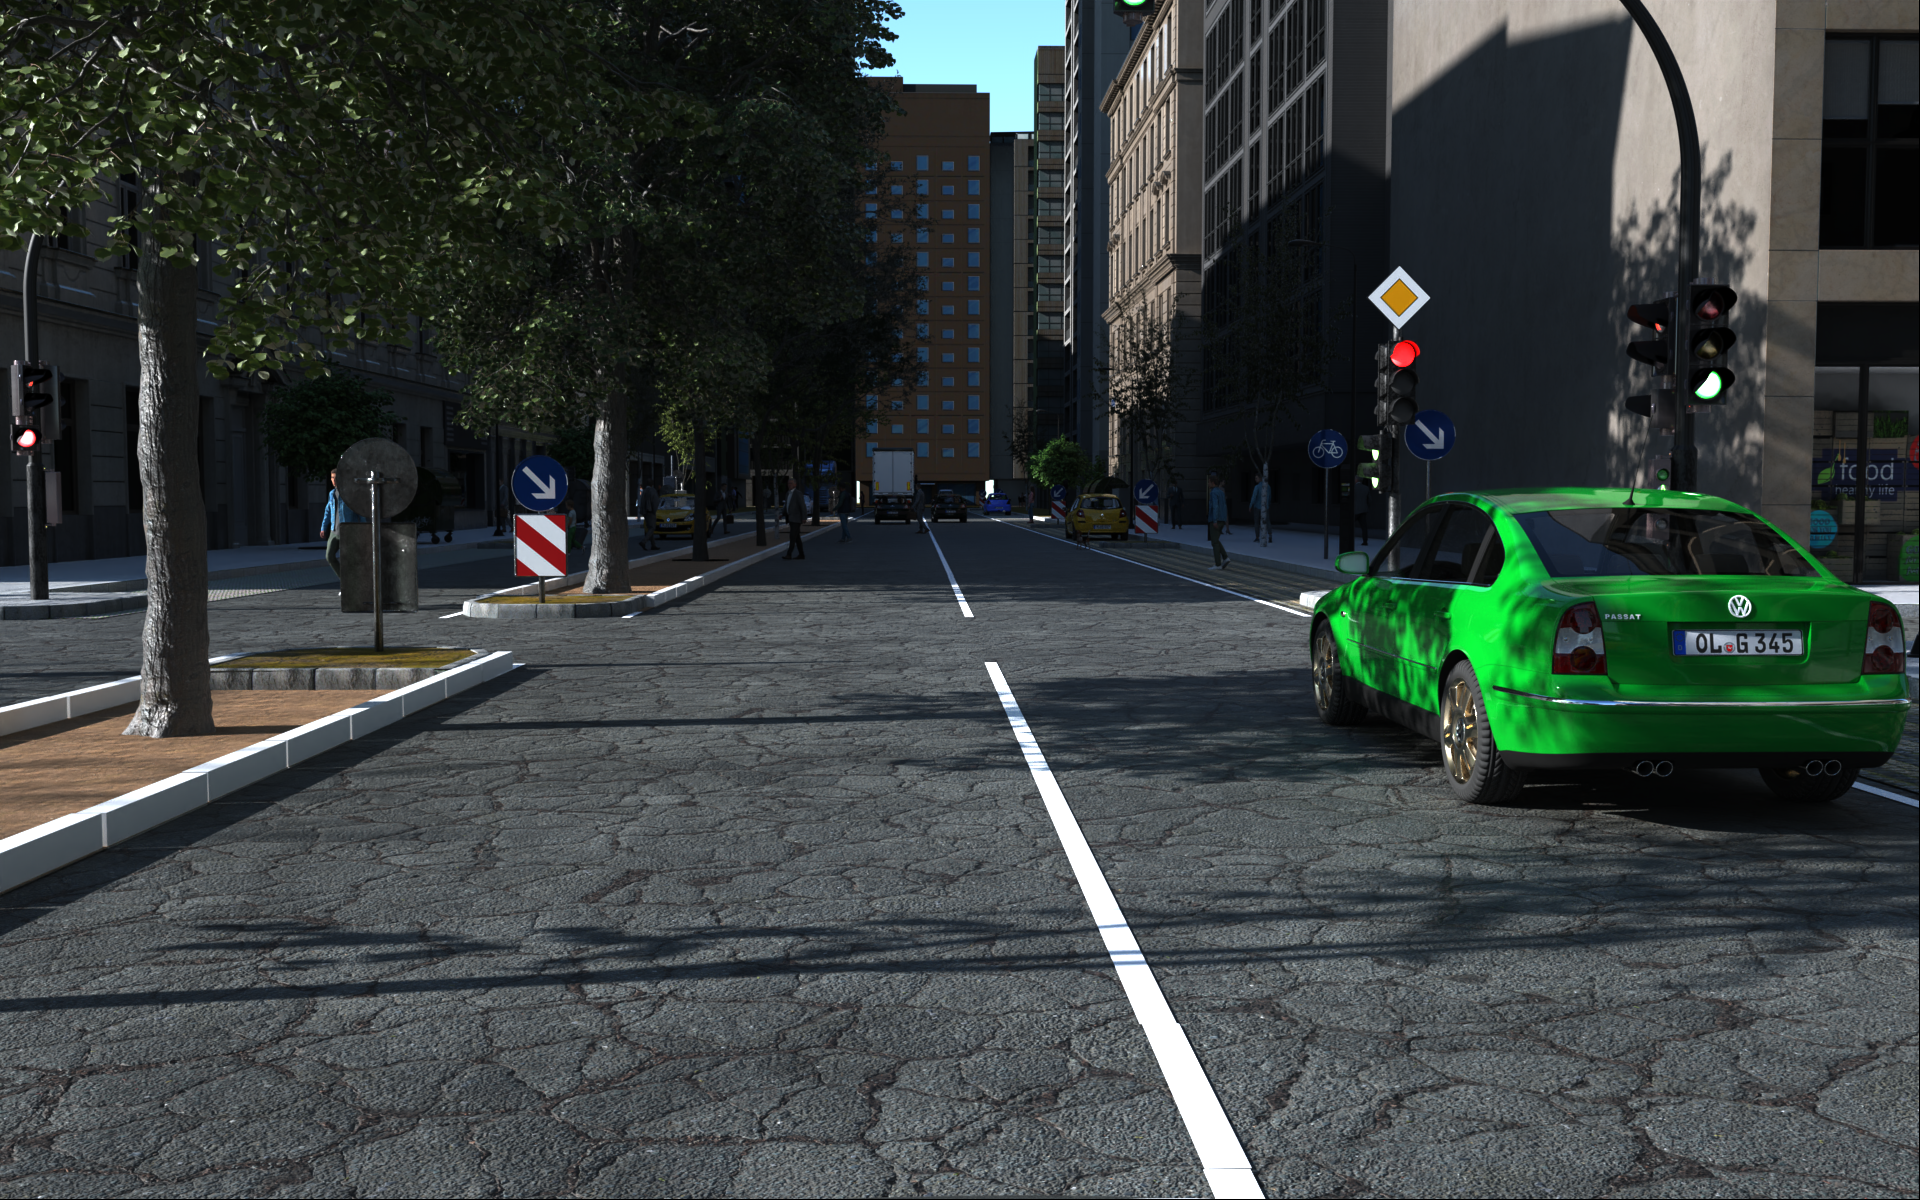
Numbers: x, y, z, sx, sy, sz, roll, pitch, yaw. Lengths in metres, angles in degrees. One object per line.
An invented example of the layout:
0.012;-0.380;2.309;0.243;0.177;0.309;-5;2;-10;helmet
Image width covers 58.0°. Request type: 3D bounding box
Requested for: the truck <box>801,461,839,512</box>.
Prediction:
-11.216;-9.492;144.957;2.967;4.110;18.799;0;4;-1;truck

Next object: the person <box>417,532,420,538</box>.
-15.728;-2.649;49.781;0.534;1.772;0.576;0;4;2;person

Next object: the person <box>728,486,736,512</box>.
-16.730;-7.399;126.890;0.599;1.838;0.709;-2;4;-28;person

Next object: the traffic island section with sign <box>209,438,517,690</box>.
-4.732;-0.329;13.512;2.006;1.907;1.989;0;4;-2;traffic island section with sign

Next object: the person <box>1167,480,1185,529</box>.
7.927;-3.515;63.690;0.661;1.801;0.590;0;4;6;person

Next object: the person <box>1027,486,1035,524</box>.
3.455;-4.606;83.815;0.388;1.821;0.555;1;4;11;person

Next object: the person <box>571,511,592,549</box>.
-9.627;-2.243;45.393;0.699;1.804;1.509;3;5;44;person

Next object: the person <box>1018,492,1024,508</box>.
5.733;-9.361;162.290;0.799;1.438;0.628;3;4;39;person

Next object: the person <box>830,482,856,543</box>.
-3.384;-2.546;50.467;0.721;1.781;0.623;0;4;7;person

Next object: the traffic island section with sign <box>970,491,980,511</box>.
1.846;-8.697;150.826;1.989;1.847;2.006;0;4;-2;traffic island section with sign

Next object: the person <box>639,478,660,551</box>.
-7.893;-2.174;44.139;0.679;1.850;0.850;2;4;33;person

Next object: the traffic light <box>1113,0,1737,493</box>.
3.502;-2.359;13.244;4.771;5.953;1.251;0;4;-2;traffic light

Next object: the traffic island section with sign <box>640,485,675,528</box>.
-12.330;-3.933;72.926;1.989;1.847;2.006;0;4;-2;traffic island section with sign

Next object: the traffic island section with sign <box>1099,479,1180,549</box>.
4.750;-2.294;46.129;1.989;1.847;2.006;0;4;-2;traffic island section with sign

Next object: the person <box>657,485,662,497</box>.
-17.397;-5.763;100.398;1.348;1.807;0.705;1;4;20;person

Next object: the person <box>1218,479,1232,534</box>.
8.376;-2.980;55.113;0.374;1.781;0.599;-2;4;-31;person

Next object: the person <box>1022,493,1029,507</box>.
6.528;-9.930;171.586;0.799;1.438;0.628;-3;4;-36;person

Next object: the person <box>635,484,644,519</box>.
-16.520;-5.127;89.956;0.778;1.811;0.616;1;4;20;person

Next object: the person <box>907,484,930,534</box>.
-1.487;-3.323;62.958;0.853;1.813;0.709;1;4;10;person

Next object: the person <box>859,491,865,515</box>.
-6.644;-6.545;116.988;0.415;1.643;0.593;-2;4;-30;person

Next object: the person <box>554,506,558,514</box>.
-16.817;-4.012;72.647;0.522;1.701;0.512;2;4;32;person

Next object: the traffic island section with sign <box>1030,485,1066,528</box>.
3.994;-3.955;73.300;1.989;1.847;2.006;0;4;-2;traffic island section with sign

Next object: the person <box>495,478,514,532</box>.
-15.303;-3.166;57.922;0.709;1.813;0.853;3;5;41;person

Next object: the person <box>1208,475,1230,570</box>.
4.862;-1.453;32.599;0.444;1.785;0.601;3;5;39;person

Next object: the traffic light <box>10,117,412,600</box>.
-9.095;-2.837;21.047;4.771;5.953;1.251;0;4;-2;traffic light

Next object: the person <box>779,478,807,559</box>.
-3.675;-1.764;37.741;0.661;1.777;0.834;3;4;38;person

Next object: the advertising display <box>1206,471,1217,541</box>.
6.962;-2.611;47.900;0.123;1.923;0.974;1;4;18;advertising display

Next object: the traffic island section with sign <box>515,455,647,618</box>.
-4.926;-0.782;20.917;2.006;1.907;1.989;0;4;-2;traffic island section with sign

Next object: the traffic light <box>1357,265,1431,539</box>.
5.371;-1.988;21.424;0.839;4.253;0.868;0;4;-2;traffic light

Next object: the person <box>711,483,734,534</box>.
-8.560;-3.287;62.205;0.822;1.834;0.622;3;4;38;person

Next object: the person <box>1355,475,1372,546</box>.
9.947;-2.264;43.463;0.661;1.777;0.834;-2;4;-27;person

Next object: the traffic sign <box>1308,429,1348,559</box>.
7.227;-2.080;34.117;0.768;2.556;0.104;0;4;5;traffic sign

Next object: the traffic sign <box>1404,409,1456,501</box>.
7.070;-1.593;26.148;0.768;2.556;0.104;0;4;1;traffic sign

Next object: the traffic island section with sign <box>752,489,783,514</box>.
-13.714;-7.012;123.268;1.989;1.847;2.006;0;4;-2;traffic island section with sign

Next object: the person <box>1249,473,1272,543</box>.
7.993;-2.447;45.919;0.638;1.841;0.748;-1;4;-12;person

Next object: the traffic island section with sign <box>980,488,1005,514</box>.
2.619;-7.025;123.483;1.989;1.847;2.006;0;4;-2;traffic island section with sign

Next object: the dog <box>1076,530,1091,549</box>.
3.201;-1.570;44.964;0.406;0.507;0.540;0;4;1;dog

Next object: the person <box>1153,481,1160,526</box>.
7.775;-3.847;69.207;0.793;1.790;0.793;-2;4;-27;person

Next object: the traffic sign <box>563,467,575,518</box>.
-14.615;-3.810;64.426;0.606;2.300;0.079;0;4;3;traffic sign

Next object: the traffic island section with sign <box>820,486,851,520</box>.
-7.004;-5.376;96.027;2.006;1.907;1.989;0;4;-2;traffic island section with sign

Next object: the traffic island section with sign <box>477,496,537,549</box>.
-11.591;-2.285;45.981;1.989;1.847;2.006;0;4;-2;traffic island section with sign

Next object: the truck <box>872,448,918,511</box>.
-4.149;-7.409;110.045;2.839;4.237;11.283;0;4;-1;truck

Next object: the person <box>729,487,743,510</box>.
-18.075;-8.184;139.480;1.348;1.869;0.705;1;4;22;person

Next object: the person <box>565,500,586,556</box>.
-9.001;-1.687;40.329;0.590;1.304;0.306;-2;4;-26;person

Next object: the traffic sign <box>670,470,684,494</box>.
-14.928;-5.577;91.294;0.768;2.556;0.104;0;4;6;traffic sign

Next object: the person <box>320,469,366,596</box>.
-8.576;-0.935;24.132;0.601;1.785;0.444;1;4;22;person
